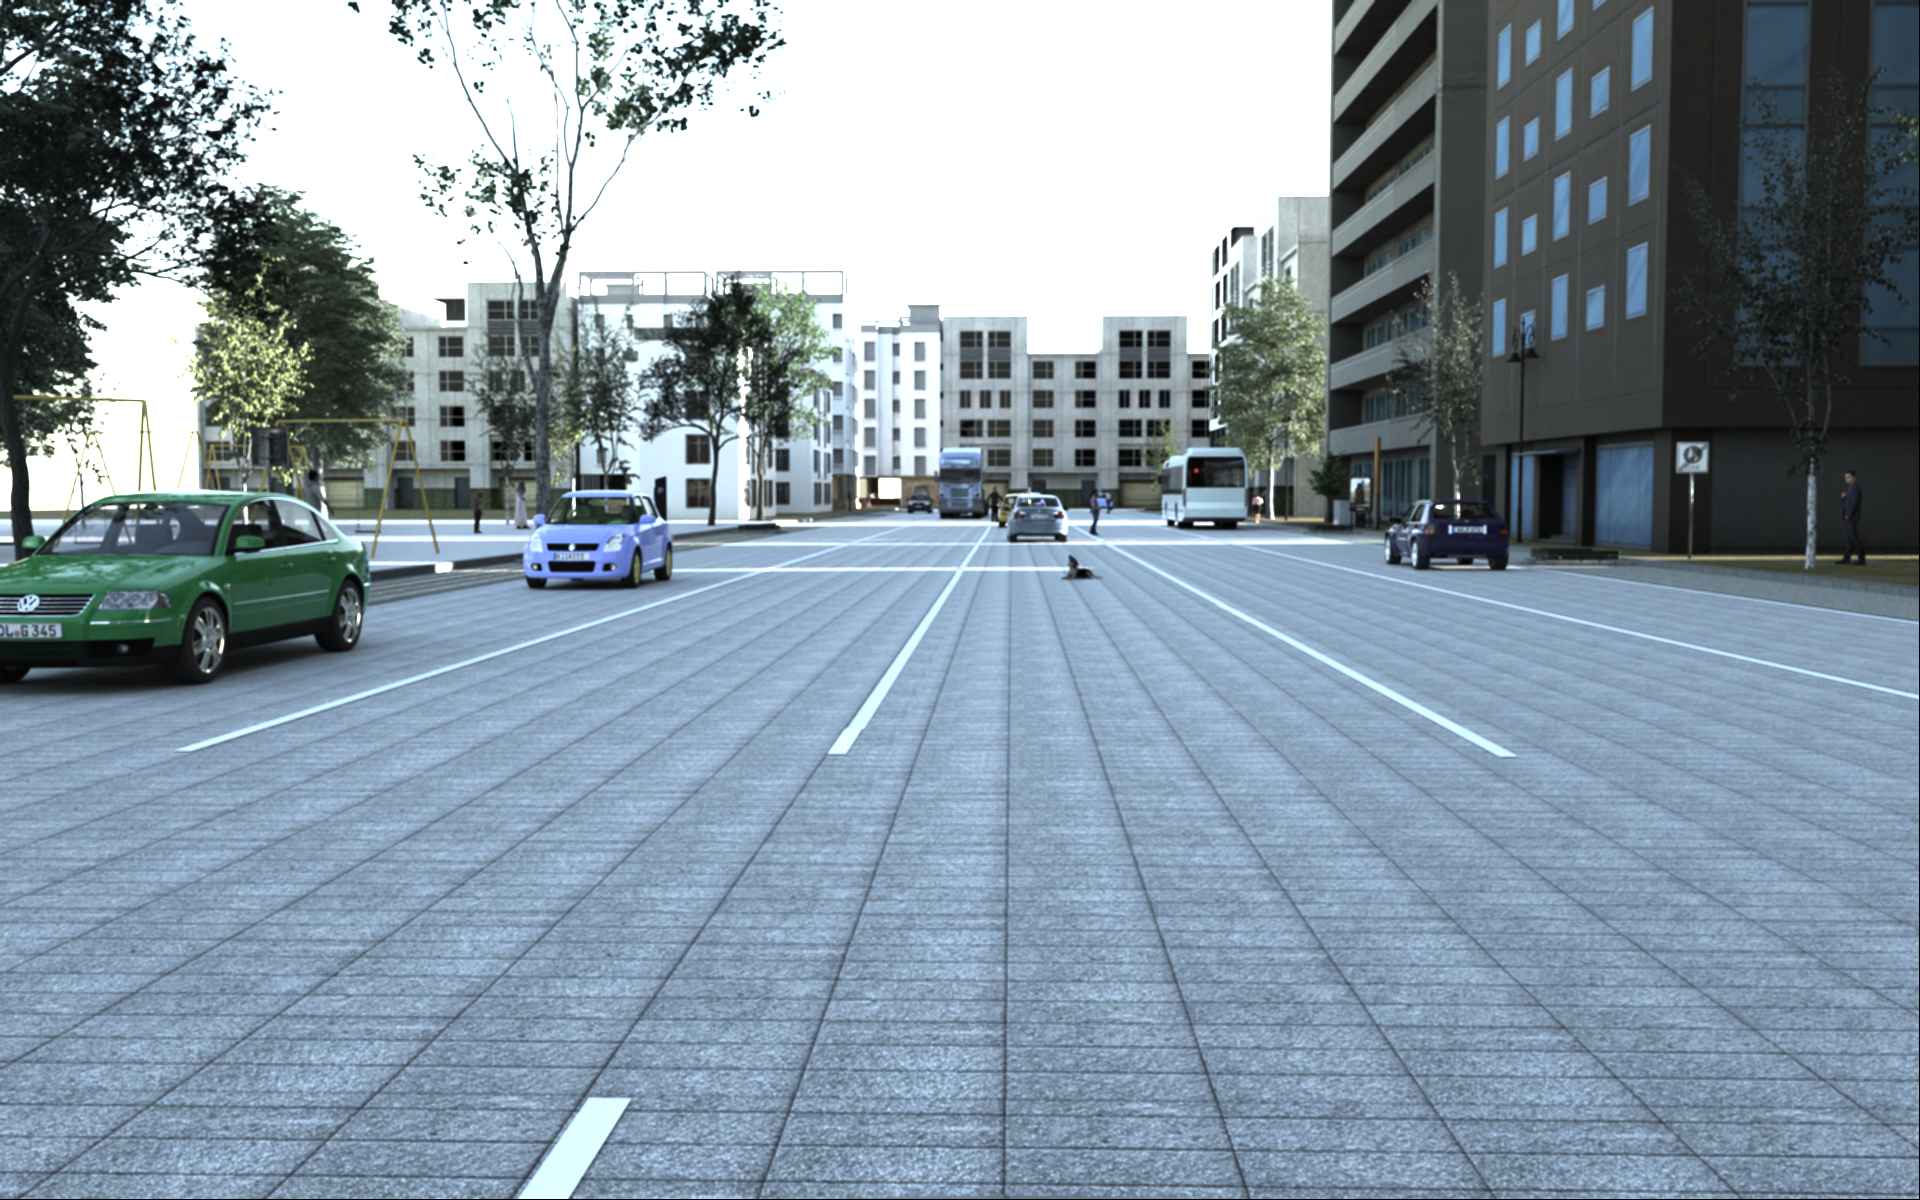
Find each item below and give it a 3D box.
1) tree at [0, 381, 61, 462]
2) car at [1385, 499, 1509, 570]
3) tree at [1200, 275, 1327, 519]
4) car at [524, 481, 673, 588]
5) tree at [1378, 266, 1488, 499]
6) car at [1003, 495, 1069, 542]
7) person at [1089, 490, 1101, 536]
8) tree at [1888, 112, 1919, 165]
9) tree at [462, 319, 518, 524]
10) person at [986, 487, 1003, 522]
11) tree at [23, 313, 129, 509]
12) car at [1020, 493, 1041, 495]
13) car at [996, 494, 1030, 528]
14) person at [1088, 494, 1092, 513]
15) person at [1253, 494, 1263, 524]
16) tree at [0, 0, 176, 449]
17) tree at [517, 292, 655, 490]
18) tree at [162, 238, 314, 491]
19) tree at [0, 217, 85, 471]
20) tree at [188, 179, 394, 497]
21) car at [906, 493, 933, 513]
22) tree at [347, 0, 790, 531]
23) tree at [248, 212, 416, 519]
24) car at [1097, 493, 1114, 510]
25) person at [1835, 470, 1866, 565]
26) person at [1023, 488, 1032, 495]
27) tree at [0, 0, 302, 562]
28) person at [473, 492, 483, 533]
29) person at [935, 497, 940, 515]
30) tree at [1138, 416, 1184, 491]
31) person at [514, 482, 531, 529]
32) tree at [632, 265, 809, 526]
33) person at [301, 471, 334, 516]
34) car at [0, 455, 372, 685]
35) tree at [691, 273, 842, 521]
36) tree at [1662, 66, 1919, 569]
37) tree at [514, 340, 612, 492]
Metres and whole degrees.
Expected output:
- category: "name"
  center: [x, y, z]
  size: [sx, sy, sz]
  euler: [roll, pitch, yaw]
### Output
- category: "tree"
  center: [-29.724, -7.944, 46.891]
  size: [9.611, 12.733, 9.660]
  euler: [0, 3, 0]
- category: "car"
  center: [9.518, -1.316, 34.090]
  size: [1.945, 1.354, 3.894]
  euler: [0, 4, 2]
- category: "tree"
  center: [16.237, -10.485, 89.550]
  size: [7.486, 12.596, 7.792]
  euler: [0, 3, 0]
- category: "car"
  center: [-5.703, -1.095, 27.490]
  size: [1.945, 1.707, 3.694]
  euler: [0, 4, 2]
- category: "tree"
  center: [15.742, -6.414, 55.224]
  size: [4.360, 8.622, 3.978]
  euler: [0, 3, 0]
- category: "car"
  center: [2.325, -2.487, 52.669]
  size: [2.014, 1.417, 4.499]
  euler: [0, 4, 0]
- category: "person"
  center: [4.706, -3.030, 59.994]
  size: [0.435, 1.587, 0.963]
  euler: [0, 4, 1]
- category: "tree"
  center: [13.912, -4.312, 20.857]
  size: [4.737, 8.622, 4.395]
  euler: [0, 3, 0]
- category: "tree"
  center: [-19.179, -7.566, 74.069]
  size: [4.360, 8.622, 3.978]
  euler: [0, 3, 0]
- category: "person"
  center: [1.810, -4.897, 88.704]
  size: [1.348, 1.807, 0.705]
  euler: [-3, 4, -39]
- category: "tree"
  center: [-33.864, -7.092, 66.317]
  size: [4.360, 8.622, 3.978]
  euler: [0, 3, 0]
- category: "car"
  center: [3.630, -4.899, 89.691]
  size: [1.945, 1.707, 3.694]
  euler: [0, 4, 3]
- category: "car"
  center: [2.573, -3.986, 75.402]
  size: [2.015, 1.641, 3.980]
  euler: [0, 4, 3]
- category: "person"
  center: [9.966, -7.354, 131.995]
  size: [0.557, 1.426, 1.065]
  euler: [-1, 4, -12]
- category: "person"
  center: [14.080, -4.316, 82.259]
  size: [0.628, 1.438, 0.799]
  euler: [-1, 4, -15]
- category: "tree"
  center: [-21.030, -7.838, 34.813]
  size: [9.857, 13.997, 8.962]
  euler: [0, 3, 0]
- category: "tree"
  center: [-12.872, -6.853, 62.410]
  size: [4.360, 8.622, 3.978]
  euler: [0, 3, 0]
- category: "tree"
  center: [-20.619, -6.076, 49.702]
  size: [4.737, 8.622, 4.395]
  euler: [0, 3, 0]
- category: "tree"
  center: [-33.891, -8.555, 57.996]
  size: [7.486, 12.596, 7.792]
  euler: [0, 3, 0]
- category: "tree"
  center: [-24.375, -8.877, 63.272]
  size: [7.486, 12.596, 7.792]
  euler: [0, 3, 0]
- category: "car"
  center: [-2.990, -7.372, 130.321]
  size: [2.009, 1.686, 4.222]
  euler: [0, 4, 2]
- category: "tree"
  center: [-10.261, -11.731, 47.698]
  size: [12.611, 20.169, 13.585]
  euler: [0, 3, 0]
- category: "tree"
  center: [-29.082, -10.510, 78.490]
  size: [9.857, 13.997, 8.962]
  euler: [0, 3, 0]
- category: "car"
  center: [12.954, -9.000, 156.742]
  size: [1.945, 1.707, 3.694]
  euler: [0, 4, 3]
- category: "person"
  center: [16.135, -1.491, 31.346]
  size: [0.530, 1.710, 0.541]
  euler: [2, 4, 32]
- category: "person"
  center: [3.253, -4.525, 83.156]
  size: [0.551, 1.740, 0.621]
  euler: [0, 4, -2]
- category: "tree"
  center: [-11.465, -5.271, 20.599]
  size: [7.601, 10.594, 8.767]
  euler: [1, 4, 17]
- category: "person"
  center: [-15.871, -2.878, 57.013]
  size: [0.435, 1.345, 0.340]
  euler: [1, 4, 21]
- category: "person"
  center: [-1.247, -6.886, 121.087]
  size: [0.705, 1.824, 1.348]
  euler: [3, 5, 41]
- category: "tree"
  center: [19.109, -13.006, 163.005]
  size: [4.737, 8.622, 4.395]
  euler: [0, 3, 0]
- category: "person"
  center: [-16.151, -3.495, 63.853]
  size: [0.621, 1.740, 0.551]
  euler: [-1, 4, -15]
- category: "tree"
  center: [-9.813, -8.309, 70.265]
  size: [7.601, 10.594, 8.767]
  euler: [1, 4, 11]
- category: "person"
  center: [-14.516, -2.017, 39.167]
  size: [0.875, 1.805, 0.789]
  euler: [3, 5, 39]
- category: "car"
  center: [-6.490, -0.347, 14.462]
  size: [1.959, 1.807, 4.718]
  euler: [0, 4, 2]
- category: "tree"
  center: [-9.339, -9.530, 81.575]
  size: [9.928, 11.665, 9.643]
  euler: [0, 3, 0]
- category: "tree"
  center: [14.352, -4.839, 29.480]
  size: [4.360, 8.622, 3.978]
  euler: [0, 3, 0]
- category: "tree"
  center: [-18.624, -8.061, 82.156]
  size: [4.737, 8.622, 4.395]
  euler: [0, 3, 0]
